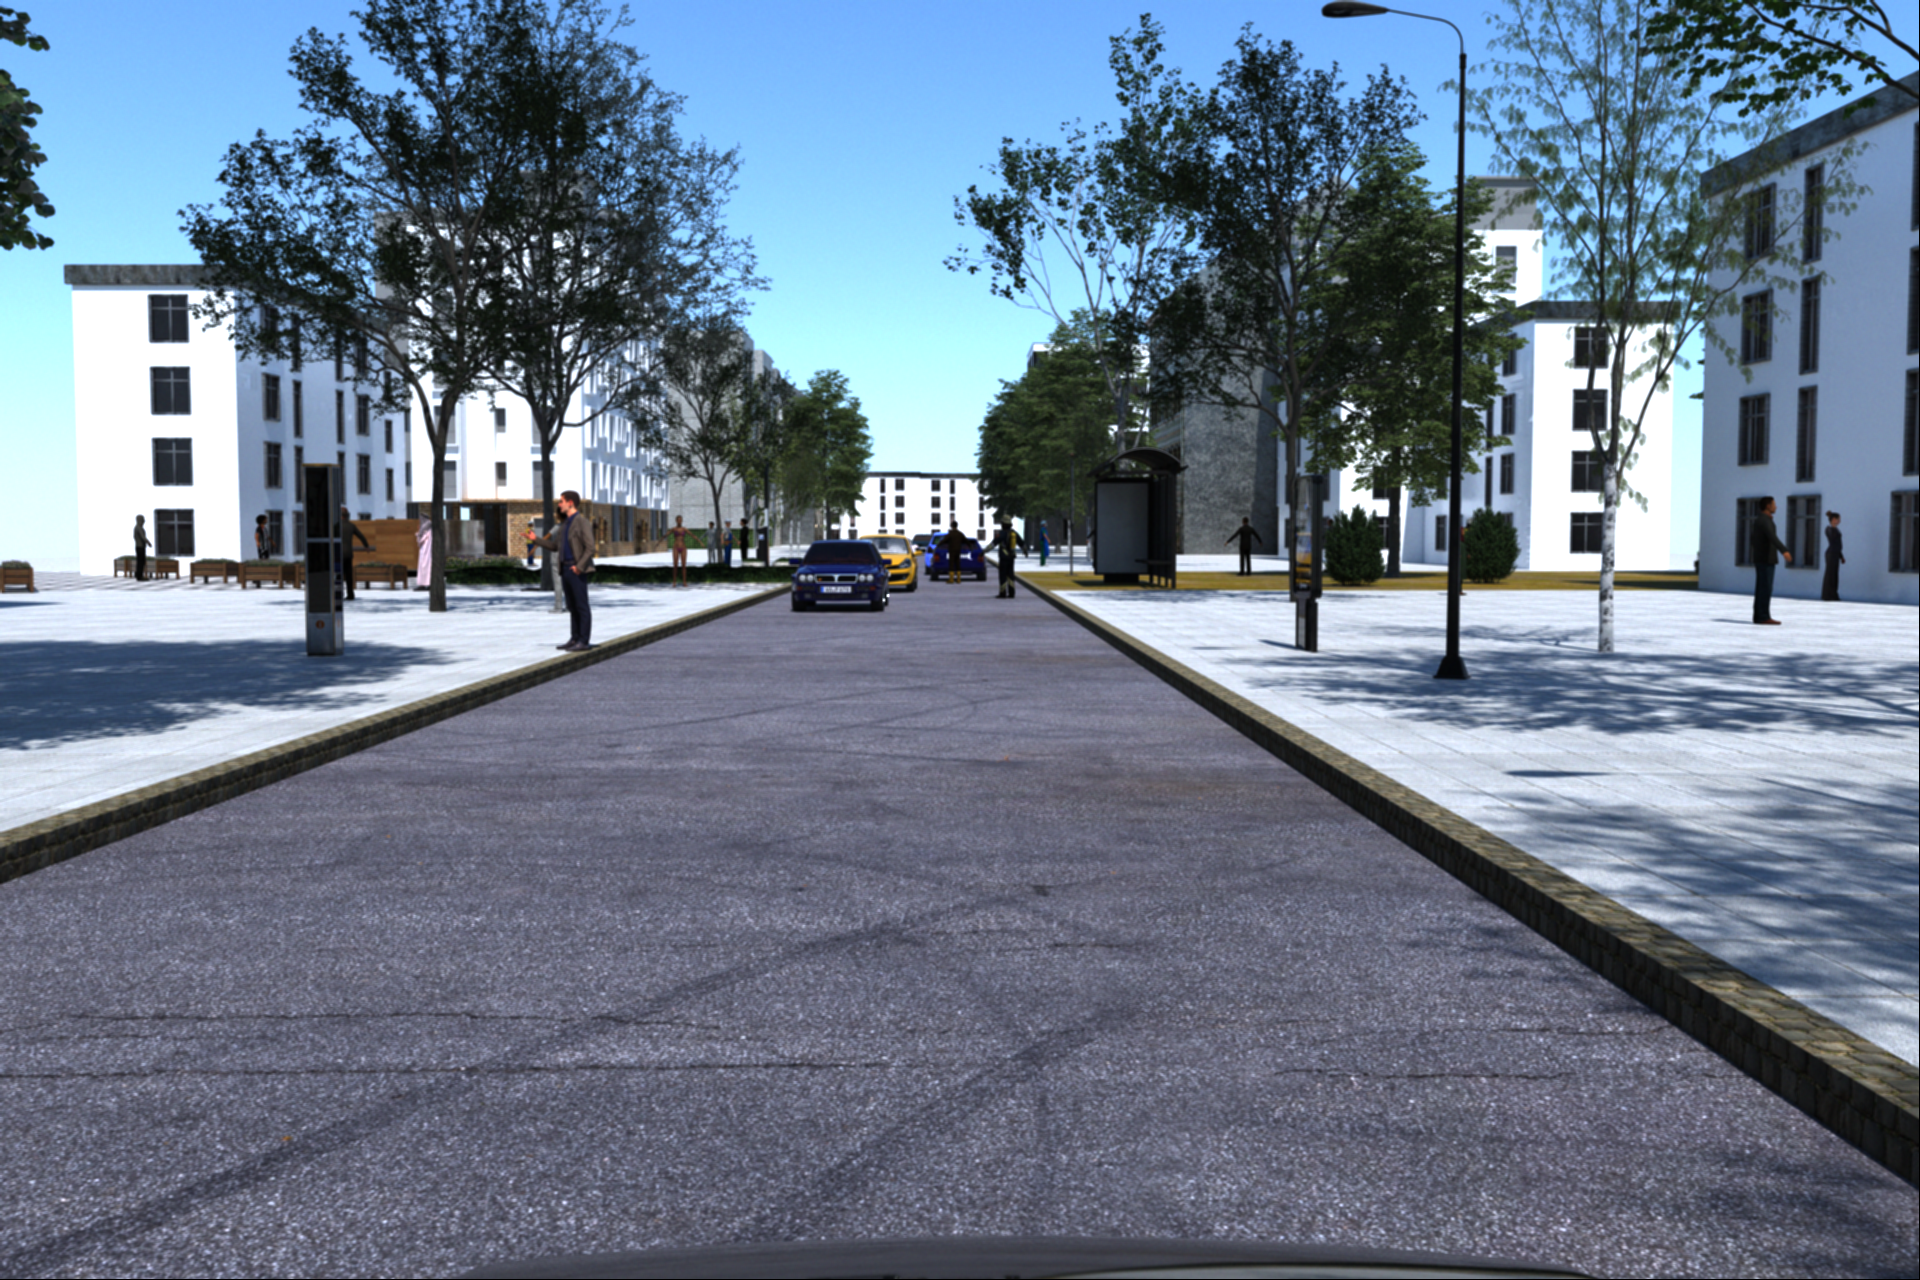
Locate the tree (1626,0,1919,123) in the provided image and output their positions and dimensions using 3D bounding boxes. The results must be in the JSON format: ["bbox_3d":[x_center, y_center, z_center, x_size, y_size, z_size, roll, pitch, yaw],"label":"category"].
[{"bbox_3d":[6.879,-5.112,9.336,9.928,11.665,9.643,0,3,0],"label":"tree"}]

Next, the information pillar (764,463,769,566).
[{"bbox_3d":[-6.322,-3.998,56.723,0.183,3.616,0.504,0,4,1],"label":"information pillar"}]

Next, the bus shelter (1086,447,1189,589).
[{"bbox_3d":[4.306,-3.000,42.976,2.014,3.302,5.546,0,4,0],"label":"bus shelter"}]

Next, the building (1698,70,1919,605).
[{"bbox_3d":[21.905,-5.164,26.572,9.099,9.664,28.070,0,4,-1],"label":"building"}]

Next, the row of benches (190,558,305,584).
[{"bbox_3d":[-18.110,-1.800,44.896,4.104,0.672,1.422,1,4,13],"label":"row of benches"}]

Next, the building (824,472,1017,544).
[{"bbox_3d":[-6.036,-17.702,234.031,28.070,9.664,9.099,-1,4,-9],"label":"building"}]

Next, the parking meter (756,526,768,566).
[{"bbox_3d":[-6.385,-2.903,55.880,0.372,1.533,0.369,0,3,0],"label":"parking meter"}]

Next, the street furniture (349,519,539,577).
[{"bbox_3d":[-16.535,-2.947,55.045,9.812,1.723,11.010,0,4,1],"label":"street furniture"}]

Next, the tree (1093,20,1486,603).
[{"bbox_3d":[5.991,-5.983,32.231,7.601,10.594,8.767,0,4,-1],"label":"tree"}]

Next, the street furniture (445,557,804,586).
[{"bbox_3d":[-8.302,-1.864,46.096,10.072,0.657,5.734,0,4,-6],"label":"street furniture"}]

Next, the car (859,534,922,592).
[{"bbox_3d":[-1.956,-2.064,43.964,2.015,1.641,3.980,0,3,0],"label":"car"}]

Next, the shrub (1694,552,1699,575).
[{"bbox_3d":[21.511,-2.353,49.585,1.383,1.207,1.383,0,3,0],"label":"shrub"}]

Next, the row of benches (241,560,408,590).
[{"bbox_3d":[-14.933,-1.529,40.465,4.104,0.672,1.422,1,4,13],"label":"row of benches"}]

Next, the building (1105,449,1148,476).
[{"bbox_3d":[20.035,-13.890,169.256,9.099,9.664,28.070,0,4,-1],"label":"building"}]

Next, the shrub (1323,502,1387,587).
[{"bbox_3d":[9.702,-2.354,42.528,1.661,2.075,1.752,0,3,0],"label":"shrub"}]

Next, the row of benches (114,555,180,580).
[{"bbox_3d":[-23.704,-2.135,50.364,1.422,0.672,4.104,-3,5,-41],"label":"row of benches"}]

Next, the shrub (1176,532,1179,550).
[{"bbox_3d":[6.217,-3.152,55.955,1.690,2.028,1.600,0,3,0],"label":"shrub"}]

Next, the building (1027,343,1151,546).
[{"bbox_3d":[21.612,-21.873,201.597,27.936,21.610,32.646,0,4,-1],"label":"building"}]

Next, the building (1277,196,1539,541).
[{"bbox_3d":[24.402,-15.123,103.675,16.016,20.090,11.380,0,3,0],"label":"building"}]

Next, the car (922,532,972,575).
[{"bbox_3d":[-0.402,-3.198,61.886,1.945,1.707,3.694,0,4,-1],"label":"car"}]

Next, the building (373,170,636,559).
[{"bbox_3d":[-24.325,-14.370,91.368,16.016,20.090,11.380,0,4,-1],"label":"building"}]

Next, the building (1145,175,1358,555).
[{"bbox_3d":[22.919,-17.405,115.504,19.493,23.208,18.063,0,4,0],"label":"building"}]

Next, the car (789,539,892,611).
[{"bbox_3d":[-2.272,-1.270,33.340,1.945,1.354,3.894,0,4,-1],"label":"car"}]

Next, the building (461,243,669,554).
[{"bbox_3d":[-25.671,-15.558,110.786,16.016,20.090,11.380,0,4,-1],"label":"building"}]

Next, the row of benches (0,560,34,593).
[{"bbox_3d":[-21.498,-1.466,39.430,1.422,0.672,4.104,-2,4,-29],"label":"row of benches"}]

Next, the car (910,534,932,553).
[{"bbox_3d":[-2.534,-6.732,119.850,2.009,1.686,4.222,0,3,0],"label":"car"}]

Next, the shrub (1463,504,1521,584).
[{"bbox_3d":[13.644,-2.500,44.919,1.661,2.075,1.752,0,3,0],"label":"shrub"}]

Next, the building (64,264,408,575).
[{"bbox_3d":[-26.975,-7.704,68.107,9.099,9.664,28.070,0,4,0],"label":"building"}]

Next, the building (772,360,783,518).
[{"bbox_3d":[-25.414,-20.190,186.524,16.016,20.090,11.380,0,3,0],"label":"building"}]

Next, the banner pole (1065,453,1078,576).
[{"bbox_3d":[3.444,-3.860,53.123,0.401,3.779,0.863,0,4,-1],"label":"banner pole"}]

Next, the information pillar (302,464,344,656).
[{"bbox_3d":[-6.704,-0.841,18.241,0.304,2.012,0.304,0,4,-1],"label":"information pillar"}]

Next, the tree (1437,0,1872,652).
[{"bbox_3d":[6.793,-4.175,18.616,4.360,8.622,3.978,0,3,0],"label":"tree"}]

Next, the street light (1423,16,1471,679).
[{"bbox_3d":[4.933,-2.614,15.273,1.470,5.913,1.316,0,4,-1],"label":"street light"}]

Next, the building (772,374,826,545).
[{"bbox_3d":[-26.385,-23.220,210.570,19.493,23.208,18.063,0,4,-1],"label":"building"}]

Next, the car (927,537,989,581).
[{"bbox_3d":[-0.061,-2.528,53.915,1.945,1.354,3.894,0,4,-1],"label":"car"}]

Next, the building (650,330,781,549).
[{"bbox_3d":[-27.214,-18.327,166.097,16.747,18.905,31.486,0,4,0],"label":"building"}]

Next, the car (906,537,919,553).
[{"bbox_3d":[-2.619,-3.301,66.333,2.083,1.381,4.827,0,4,0],"label":"car"}]

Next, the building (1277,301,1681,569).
[{"bbox_3d":[21.215,-8.217,76.500,9.099,9.664,28.070,0,4,-1],"label":"building"}]

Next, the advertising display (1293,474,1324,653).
[{"bbox_3d":[3.835,-0.851,19.123,0.123,1.923,0.974,0,4,-1],"label":"advertising display"}]
